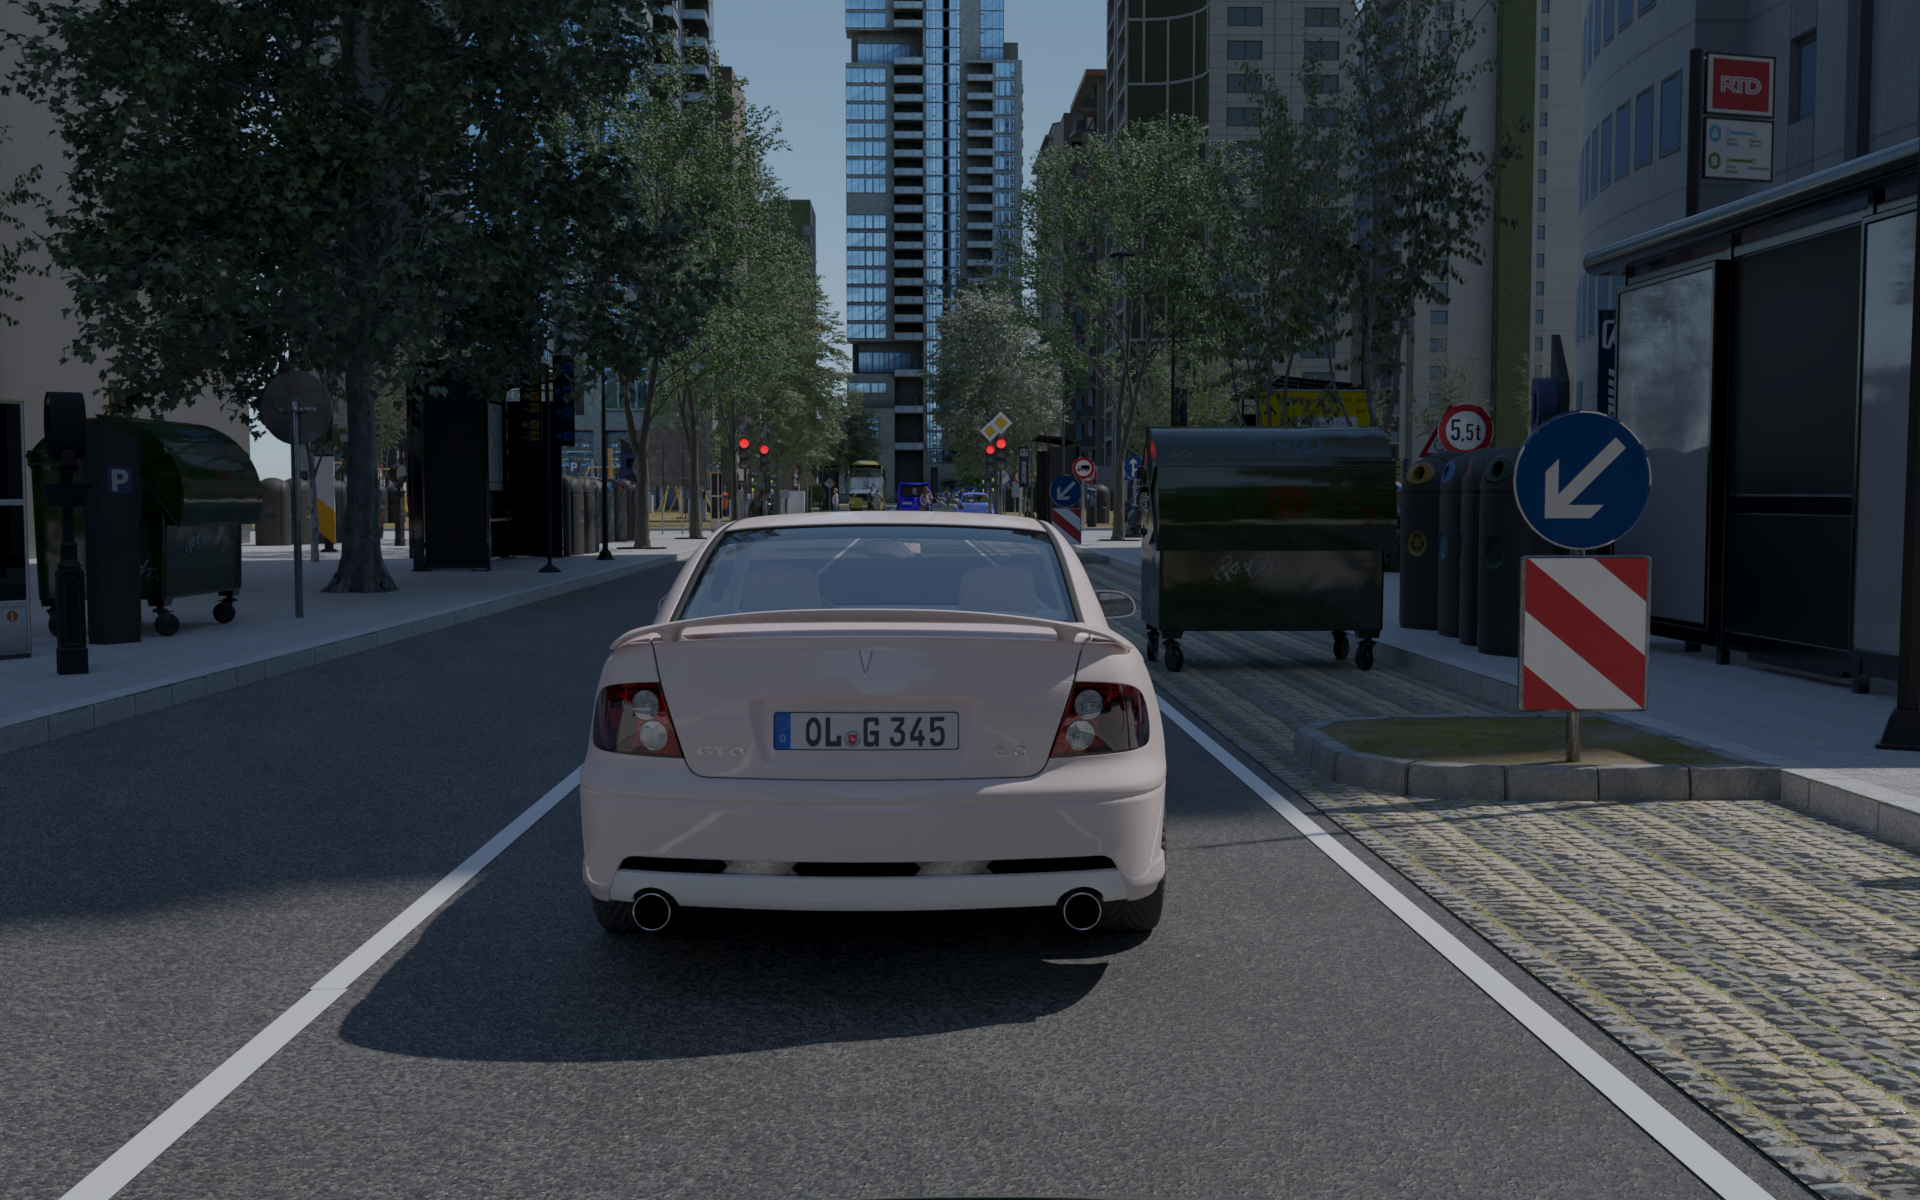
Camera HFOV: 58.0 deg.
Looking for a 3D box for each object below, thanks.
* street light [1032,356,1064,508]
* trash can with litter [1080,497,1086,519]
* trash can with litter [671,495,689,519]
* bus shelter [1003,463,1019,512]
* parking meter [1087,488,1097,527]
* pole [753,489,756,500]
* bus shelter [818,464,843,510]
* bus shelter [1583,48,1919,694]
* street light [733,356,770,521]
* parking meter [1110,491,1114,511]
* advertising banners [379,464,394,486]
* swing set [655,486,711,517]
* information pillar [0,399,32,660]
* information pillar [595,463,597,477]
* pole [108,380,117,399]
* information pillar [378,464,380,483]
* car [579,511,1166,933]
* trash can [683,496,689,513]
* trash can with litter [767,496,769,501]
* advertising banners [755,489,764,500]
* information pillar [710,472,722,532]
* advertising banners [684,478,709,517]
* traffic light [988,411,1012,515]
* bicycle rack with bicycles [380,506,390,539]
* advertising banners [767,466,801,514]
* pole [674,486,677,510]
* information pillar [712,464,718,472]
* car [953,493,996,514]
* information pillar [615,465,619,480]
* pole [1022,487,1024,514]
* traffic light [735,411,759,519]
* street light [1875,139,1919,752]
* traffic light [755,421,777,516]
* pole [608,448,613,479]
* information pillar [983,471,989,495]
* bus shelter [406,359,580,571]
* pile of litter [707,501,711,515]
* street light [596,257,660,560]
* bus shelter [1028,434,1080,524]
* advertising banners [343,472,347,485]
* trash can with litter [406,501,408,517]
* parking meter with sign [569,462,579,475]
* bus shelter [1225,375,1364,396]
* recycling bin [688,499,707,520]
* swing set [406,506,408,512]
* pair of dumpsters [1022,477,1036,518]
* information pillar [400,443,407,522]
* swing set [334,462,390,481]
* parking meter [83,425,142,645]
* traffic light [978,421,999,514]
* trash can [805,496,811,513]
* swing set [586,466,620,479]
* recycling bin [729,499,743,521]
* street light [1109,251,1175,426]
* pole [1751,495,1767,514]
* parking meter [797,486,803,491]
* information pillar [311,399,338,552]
[{"bbox_3d":[2.915,-5.231,58.072,1.470,5.913,1.316,0,4,-2],"label":"street light"},{"bbox_3d":[6.281,-4.696,87.831,2.233,1.210,1.678,-1,4,-16],"label":"trash can with litter"},{"bbox_3d":[-14.123,-4.796,89.468,1.678,1.210,2.233,-2,4,-25],"label":"trash can with litter"},{"bbox_3d":[3.361,-8.150,124.541,1.731,3.624,6.357,0,4,-2],"label":"bus shelter"},{"bbox_3d":[5.110,-3.591,67.127,0.372,1.533,0.369,0,3,0],"label":"parking meter"},{"bbox_3d":[-13.008,-7.084,109.662,0.158,3.312,0.155,0,3,0],"label":"pole"},{"bbox_3d":[-10.336,-9.031,138.941,1.731,3.624,6.357,0,4,-2],"label":"bus shelter"},{"bbox_3d":[6.481,-2.185,13.361,2.179,5.291,8.768,0,4,-2],"label":"bus shelter"},{"bbox_3d":[-7.085,-5.254,58.441,1.470,5.913,1.316,0,4,-2],"label":"street light"},{"bbox_3d":[11.444,-7.426,129.819,0.372,1.533,0.369,0,3,0],"label":"parking meter"},{"bbox_3d":[-33.868,-6.508,102.596,0.090,3.025,2.074,1,4,11],"label":"advertising banners"},{"bbox_3d":[-15.756,-6.229,99.472,2.862,2.851,3.119,0,4,4],"label":"swing set"},{"bbox_3d":[-7.466,-0.548,13.450,0.304,2.012,0.304,2,4,31],"label":"information pillar"},{"bbox_3d":[-27.115,-8.421,129.039,0.183,3.616,0.504,0,4,-1],"label":"information pillar"},{"bbox_3d":[-15.116,-2.273,31.001,0.158,3.312,0.155,0,3,0],"label":"pole"},{"bbox_3d":[-45.252,-8.785,134.982,0.183,3.616,0.504,-2,4,-23],"label":"information pillar"},{"bbox_3d":[-0.271,0.325,7.043,2.083,1.381,4.827,0,4,0],"label":"car"},{"bbox_3d":[-18.292,-6.305,114.737,0.748,1.137,0.748,0,3,0],"label":"trash can"},{"bbox_3d":[-15.154,-7.634,136.211,0.624,1.170,1.055,-2,4,-23],"label":"trash can with litter"},{"bbox_3d":[-14.656,-8.122,128.974,2.074,3.025,0.090,0,4,8],"label":"advertising banners"},{"bbox_3d":[-8.175,-3.280,58.120,0.304,2.012,0.304,1,4,16],"label":"information pillar"},{"bbox_3d":[-13.735,-5.858,91.974,2.074,3.025,0.090,0,4,-3],"label":"advertising banners"},{"bbox_3d":[1.363,-4.274,58.807,0.839,4.253,0.868,0,4,-2],"label":"traffic light"},{"bbox_3d":[-17.706,-2.251,50.185,2.852,0.926,2.925,-1,4,-10],"label":"bicycle rack with bicycles"},{"bbox_3d":[-10.869,-6.783,107.094,2.074,3.025,0.090,0,4,6],"label":"advertising banners"},{"bbox_3d":[-23.000,-8.940,140.014,0.158,3.312,0.155,0,3,0],"label":"pole"},{"bbox_3d":[-18.831,-8.672,133.139,0.504,3.616,0.183,3,4,38],"label":"information pillar"},{"bbox_3d":[0.656,-4.210,78.423,1.945,1.707,3.694,0,4,-1],"label":"car"},{"bbox_3d":[-27.159,-8.915,137.114,0.183,3.616,0.504,-2,4,-33],"label":"information pillar"},{"bbox_3d":[4.089,-7.177,111.183,0.158,3.312,0.155,0,3,0],"label":"pole"},{"bbox_3d":[-7.244,-4.259,58.548,0.839,4.253,0.868,0,4,-2],"label":"traffic light"},{"bbox_3d":[4.252,-2.204,8.579,1.470,5.913,1.316,0,4,-2],"label":"street light"},{"bbox_3d":[-7.470,-4.747,66.530,0.839,4.253,0.868,0,4,-2],"label":"traffic light"},{"bbox_3d":[-15.537,-5.086,77.001,0.158,3.312,0.155,0,3,0],"label":"pole"},{"bbox_3d":[1.974,-8.390,128.527,0.504,3.616,0.183,-1,4,-21],"label":"information pillar"},{"bbox_3d":[-8.412,-2.476,31.767,1.731,3.624,6.357,0,4,-2],"label":"bus shelter"},{"bbox_3d":[-15.185,-5.563,104.916,1.719,0.858,1.176,0,4,8],"label":"pile of litter"},{"bbox_3d":[-6.358,-3.730,33.525,1.470,5.913,1.316,0,4,-2],"label":"street light"},{"bbox_3d":[3.863,-4.892,71.262,1.731,3.624,6.357,0,4,-2],"label":"bus shelter"},{"bbox_3d":[-49.859,-8.702,138.471,2.074,3.025,0.090,-1,4,-22],"label":"advertising banners"},{"bbox_3d":[-31.070,-5.237,97.004,1.055,1.170,0.624,1,4,16],"label":"trash can with litter"},{"bbox_3d":[-21.118,-5.917,93.002,0.543,3.016,1.738,1,4,18],"label":"parking meter with sign"},{"bbox_3d":[7.121,-2.820,37.383,1.731,3.624,6.357,0,4,-1],"label":"bus shelter"},{"bbox_3d":[-12.850,-4.415,84.733,0.722,1.027,0.722,-2,4,-29],"label":"recycling bin"},{"bbox_3d":[-35.853,-6.643,106.228,3.119,2.851,2.862,-2,4,-35],"label":"swing set"},{"bbox_3d":[4.256,-5.619,94.371,1.574,2.255,4.437,0,4,-2],"label":"pair of dumpsters"},{"bbox_3d":[-25.500,-5.382,79.356,0.183,3.616,0.504,0,4,-2],"label":"information pillar"},{"bbox_3d":[-30.332,-5.364,85.324,3.119,2.851,2.862,1,4,19],"label":"swing set"},{"bbox_3d":[-7.276,-0.561,14.887,0.255,1.863,0.399,2,4,30],"label":"parking meter"},{"bbox_3d":[1.137,-4.763,66.788,0.839,4.253,0.868,0,4,-2],"label":"traffic light"},{"bbox_3d":[-11.870,-7.359,131.967,0.748,1.137,0.748,0,3,0],"label":"trash can"},{"bbox_3d":[-19.847,-6.166,98.438,3.119,2.851,2.862,2,4,29],"label":"swing set"},{"bbox_3d":[-10.554,-4.263,82.248,0.722,1.027,0.722,-1,4,-17],"label":"recycling bin"},{"bbox_3d":[3.557,-3.719,33.343,1.470,5.913,1.316,0,4,-2],"label":"street light"},{"bbox_3d":[11.759,-1.934,25.456,0.158,3.312,0.155,0,3,0],"label":"pole"},{"bbox_3d":[-11.160,-7.026,120.592,0.399,1.863,0.255,2,4,35],"label":"parking meter"},{"bbox_3d":[-14.023,-2.863,38.161,0.504,3.616,0.183,-1,4,-9],"label":"information pillar"}]
